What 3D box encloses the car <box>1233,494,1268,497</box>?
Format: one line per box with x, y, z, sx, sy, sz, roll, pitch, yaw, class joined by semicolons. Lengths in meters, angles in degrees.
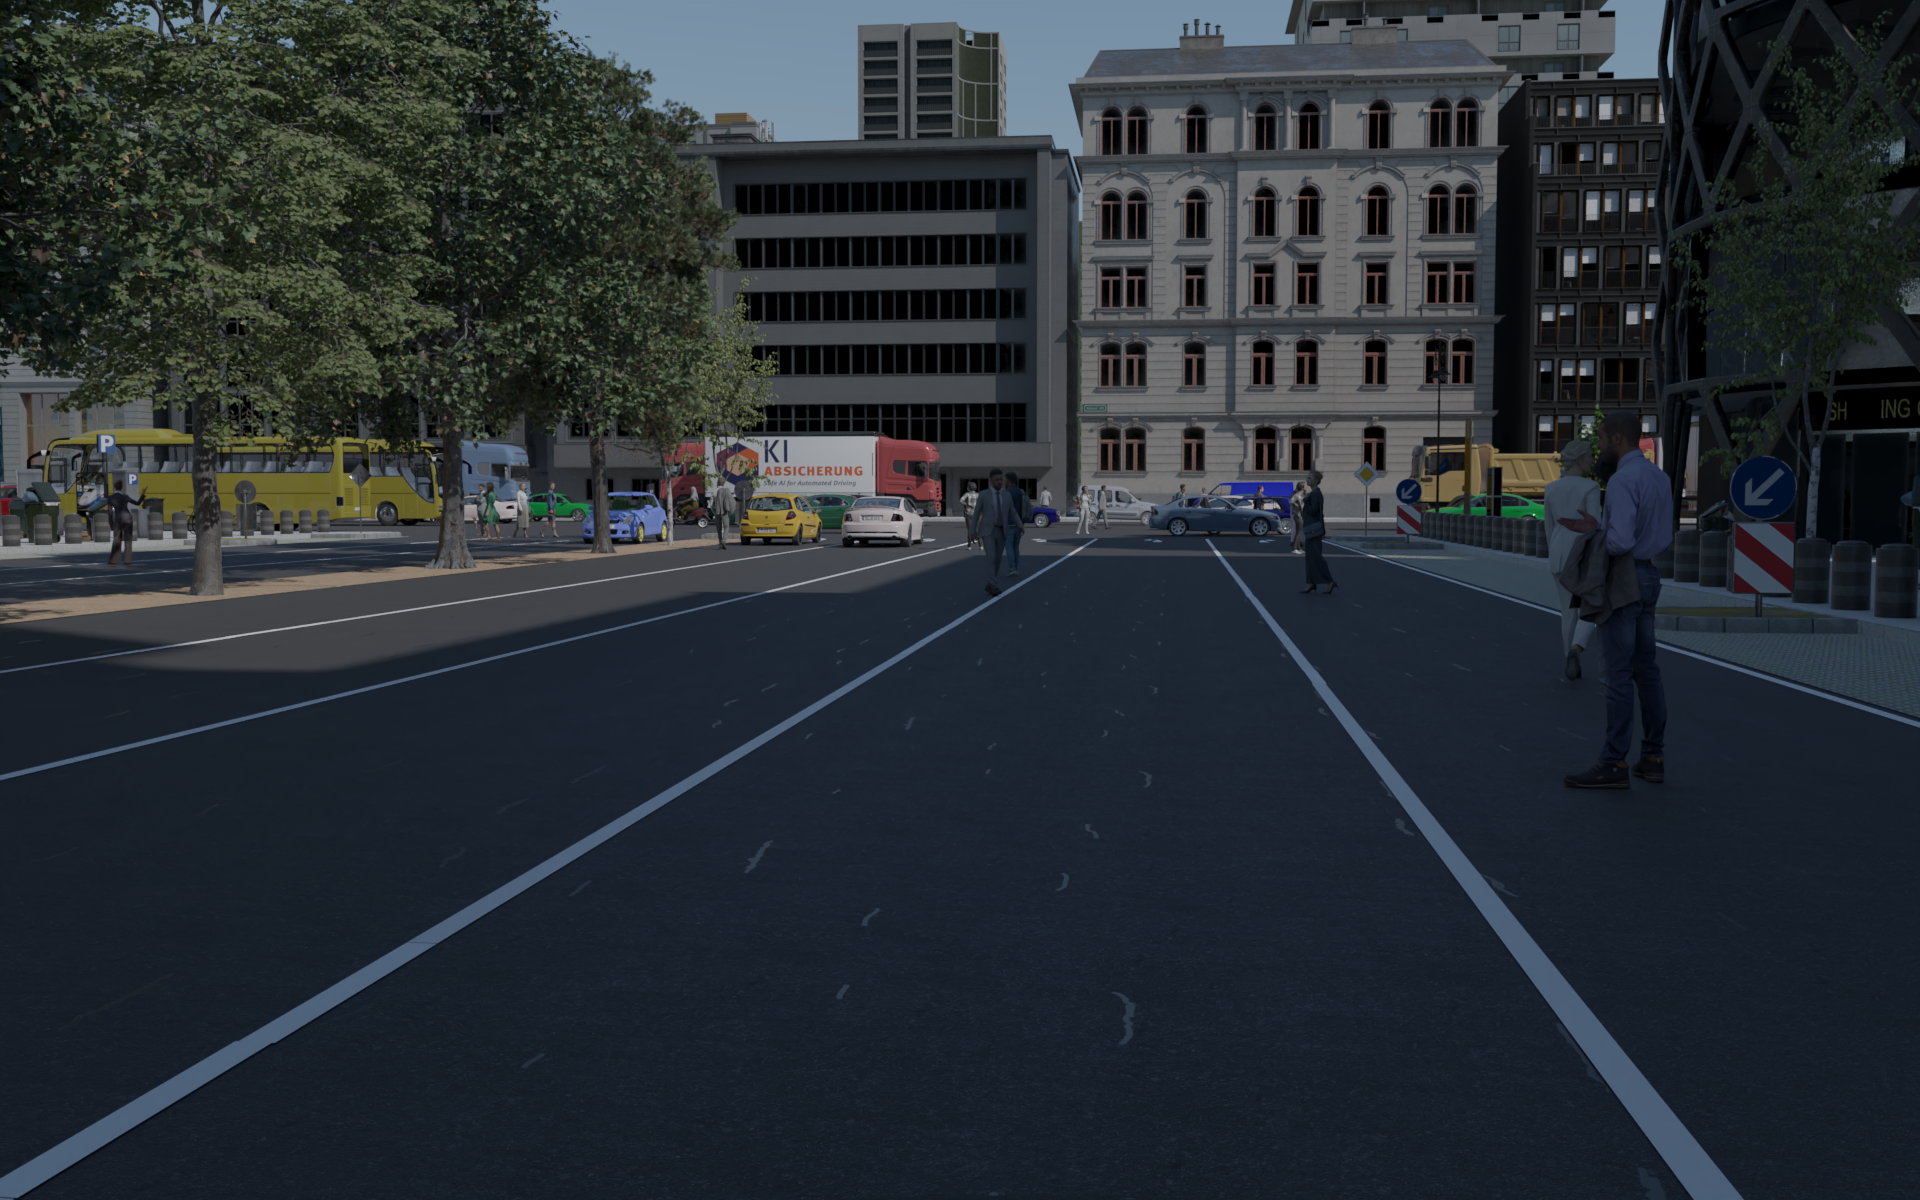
14.354;-4.384;83.471;4.920;1.459;2.131;0;4;6;car

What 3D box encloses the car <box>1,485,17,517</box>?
-40.545;-4.013;74.287;5.304;1.827;2.281;0;4;8;car

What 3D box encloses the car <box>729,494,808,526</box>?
-7.849;-3.884;75.309;4.920;1.459;2.131;0;4;5;car

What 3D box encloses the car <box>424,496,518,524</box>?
-23.639;-4.390;84.131;4.827;1.381;2.083;0;4;8;car

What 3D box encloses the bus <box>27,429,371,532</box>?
-28.803;-4.543;65.818;12.252;3.916;2.896;0;4;6;bus

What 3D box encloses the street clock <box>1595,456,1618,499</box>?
12.038;-1.687;32.154;0.471;2.002;0.358;-1;4;-9;street clock

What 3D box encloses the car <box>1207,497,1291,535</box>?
10.185;-2.983;61.359;3.894;1.354;1.945;0;4;7;car

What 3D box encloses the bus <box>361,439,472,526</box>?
-28.652;-5.347;78.971;12.252;3.916;2.896;0;4;8;bus

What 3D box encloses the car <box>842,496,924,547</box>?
-2.119;-2.189;48.149;2.083;1.381;4.827;0;4;5;car

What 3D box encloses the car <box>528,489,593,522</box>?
-21.042;-4.995;90.472;4.718;1.807;1.959;0;4;5;car

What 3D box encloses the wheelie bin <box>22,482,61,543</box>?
-23.985;-2.280;45.192;0.693;1.594;0.980;1;4;12;wheelie bin

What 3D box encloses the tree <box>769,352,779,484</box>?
-7.397;-6.142;53.242;4.737;8.622;4.395;0;3;0;tree

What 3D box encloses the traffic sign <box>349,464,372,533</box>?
-19.777;-3.271;57.122;0.795;2.450;0.064;0;4;7;traffic sign

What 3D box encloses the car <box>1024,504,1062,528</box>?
2.394;-3.784;74.448;3.894;1.354;1.945;1;4;9;car

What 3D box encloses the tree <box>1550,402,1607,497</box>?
13.376;-2.576;36.719;1.663;3.219;1.824;0;3;0;tree

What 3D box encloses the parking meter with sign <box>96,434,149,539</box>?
-24.229;-3.303;50.259;1.738;3.016;0.543;2;4;30;parking meter with sign

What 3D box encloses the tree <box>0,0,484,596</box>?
-10.652;-6.353;24.450;7.486;12.596;7.792;0;3;0;tree

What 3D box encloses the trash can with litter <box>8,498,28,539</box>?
-26.879;-2.333;49.531;0.624;1.170;1.055;-1;4;-21;trash can with litter

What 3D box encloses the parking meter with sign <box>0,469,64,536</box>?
-28.443;-3.469;52.985;1.738;3.016;0.543;-2;4;-31;parking meter with sign

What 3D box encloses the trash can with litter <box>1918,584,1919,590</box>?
13.693;-0.736;23.090;2.233;1.210;1.678;-1;4;-19;trash can with litter

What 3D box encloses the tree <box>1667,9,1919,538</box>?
13.417;-4.701;27.229;4.737;8.622;4.395;0;3;0;tree

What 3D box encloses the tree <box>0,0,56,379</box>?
-12.064;-5.899;15.922;9.611;12.733;9.660;0;3;0;tree

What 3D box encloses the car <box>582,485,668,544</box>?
-9.877;-2.534;51.023;1.945;1.707;3.694;0;4;6;car

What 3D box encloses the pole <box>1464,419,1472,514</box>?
13.782;-3.251;47.002;0.158;3.312;0.155;0;3;0;pole

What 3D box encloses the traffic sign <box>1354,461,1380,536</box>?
12.476;-3.030;53.176;0.795;2.450;0.064;0;4;7;traffic sign

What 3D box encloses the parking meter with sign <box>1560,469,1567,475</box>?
17.888;-3.321;50.564;1.738;3.016;0.543;-2;4;-26;parking meter with sign

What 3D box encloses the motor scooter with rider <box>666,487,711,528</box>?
-11.440;-3.902;72.764;1.986;1.779;0.876;0;4;5;motor scooter with rider

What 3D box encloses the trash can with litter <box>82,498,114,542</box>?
-23.509;-2.178;46.991;0.624;1.170;1.055;2;4;32;trash can with litter

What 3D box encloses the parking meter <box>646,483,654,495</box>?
-16.960;-5.452;94.846;0.399;1.863;0.255;-3;5;-40;parking meter

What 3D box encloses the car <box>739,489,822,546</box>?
-5.093;-2.413;49.682;2.015;1.641;3.980;0;4;7;car

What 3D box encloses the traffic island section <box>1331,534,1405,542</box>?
12.500;-1.894;53.251;2.009;0.180;2.903;0;4;7;traffic island section

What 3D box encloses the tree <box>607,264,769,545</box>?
-8.092;-5.817;47.934;4.737;8.622;4.395;0;3;0;tree

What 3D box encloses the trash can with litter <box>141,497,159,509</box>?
-27.158;-2.838;57.786;1.055;1.170;0.624;2;4;31;trash can with litter

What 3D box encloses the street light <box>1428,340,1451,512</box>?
14.359;-4.843;51.973;0.468;5.910;1.993;0;4;7;street light

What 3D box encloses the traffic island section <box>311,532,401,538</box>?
-19.802;-2.135;57.187;2.009;0.180;2.903;0;4;7;traffic island section

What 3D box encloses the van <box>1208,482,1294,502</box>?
14.374;-5.110;87.938;5.245;2.365;2.240;1;4;8;van

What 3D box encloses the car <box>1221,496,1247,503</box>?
10.434;-3.486;69.361;4.827;1.381;2.083;0;4;8;car

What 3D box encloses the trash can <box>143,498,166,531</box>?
-26.384;-2.753;56.659;0.748;1.137;0.748;0;3;0;trash can

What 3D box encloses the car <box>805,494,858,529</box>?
-5.132;-3.163;63.520;4.920;1.459;2.131;1;4;8;car

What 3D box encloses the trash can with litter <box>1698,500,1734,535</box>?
13.958;-1.297;32.598;1.055;1.170;0.624;1;4;13;trash can with litter

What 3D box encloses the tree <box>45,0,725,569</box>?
-9.736;-6.948;33.064;9.611;12.733;9.660;0;3;0;tree

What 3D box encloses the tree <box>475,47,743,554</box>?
-8.679;-7.142;41.281;6.751;12.117;7.091;0;3;0;tree

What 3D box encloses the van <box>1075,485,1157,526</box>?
7.351;-4.450;79.768;4.112;2.044;2.013;0;4;8;van
